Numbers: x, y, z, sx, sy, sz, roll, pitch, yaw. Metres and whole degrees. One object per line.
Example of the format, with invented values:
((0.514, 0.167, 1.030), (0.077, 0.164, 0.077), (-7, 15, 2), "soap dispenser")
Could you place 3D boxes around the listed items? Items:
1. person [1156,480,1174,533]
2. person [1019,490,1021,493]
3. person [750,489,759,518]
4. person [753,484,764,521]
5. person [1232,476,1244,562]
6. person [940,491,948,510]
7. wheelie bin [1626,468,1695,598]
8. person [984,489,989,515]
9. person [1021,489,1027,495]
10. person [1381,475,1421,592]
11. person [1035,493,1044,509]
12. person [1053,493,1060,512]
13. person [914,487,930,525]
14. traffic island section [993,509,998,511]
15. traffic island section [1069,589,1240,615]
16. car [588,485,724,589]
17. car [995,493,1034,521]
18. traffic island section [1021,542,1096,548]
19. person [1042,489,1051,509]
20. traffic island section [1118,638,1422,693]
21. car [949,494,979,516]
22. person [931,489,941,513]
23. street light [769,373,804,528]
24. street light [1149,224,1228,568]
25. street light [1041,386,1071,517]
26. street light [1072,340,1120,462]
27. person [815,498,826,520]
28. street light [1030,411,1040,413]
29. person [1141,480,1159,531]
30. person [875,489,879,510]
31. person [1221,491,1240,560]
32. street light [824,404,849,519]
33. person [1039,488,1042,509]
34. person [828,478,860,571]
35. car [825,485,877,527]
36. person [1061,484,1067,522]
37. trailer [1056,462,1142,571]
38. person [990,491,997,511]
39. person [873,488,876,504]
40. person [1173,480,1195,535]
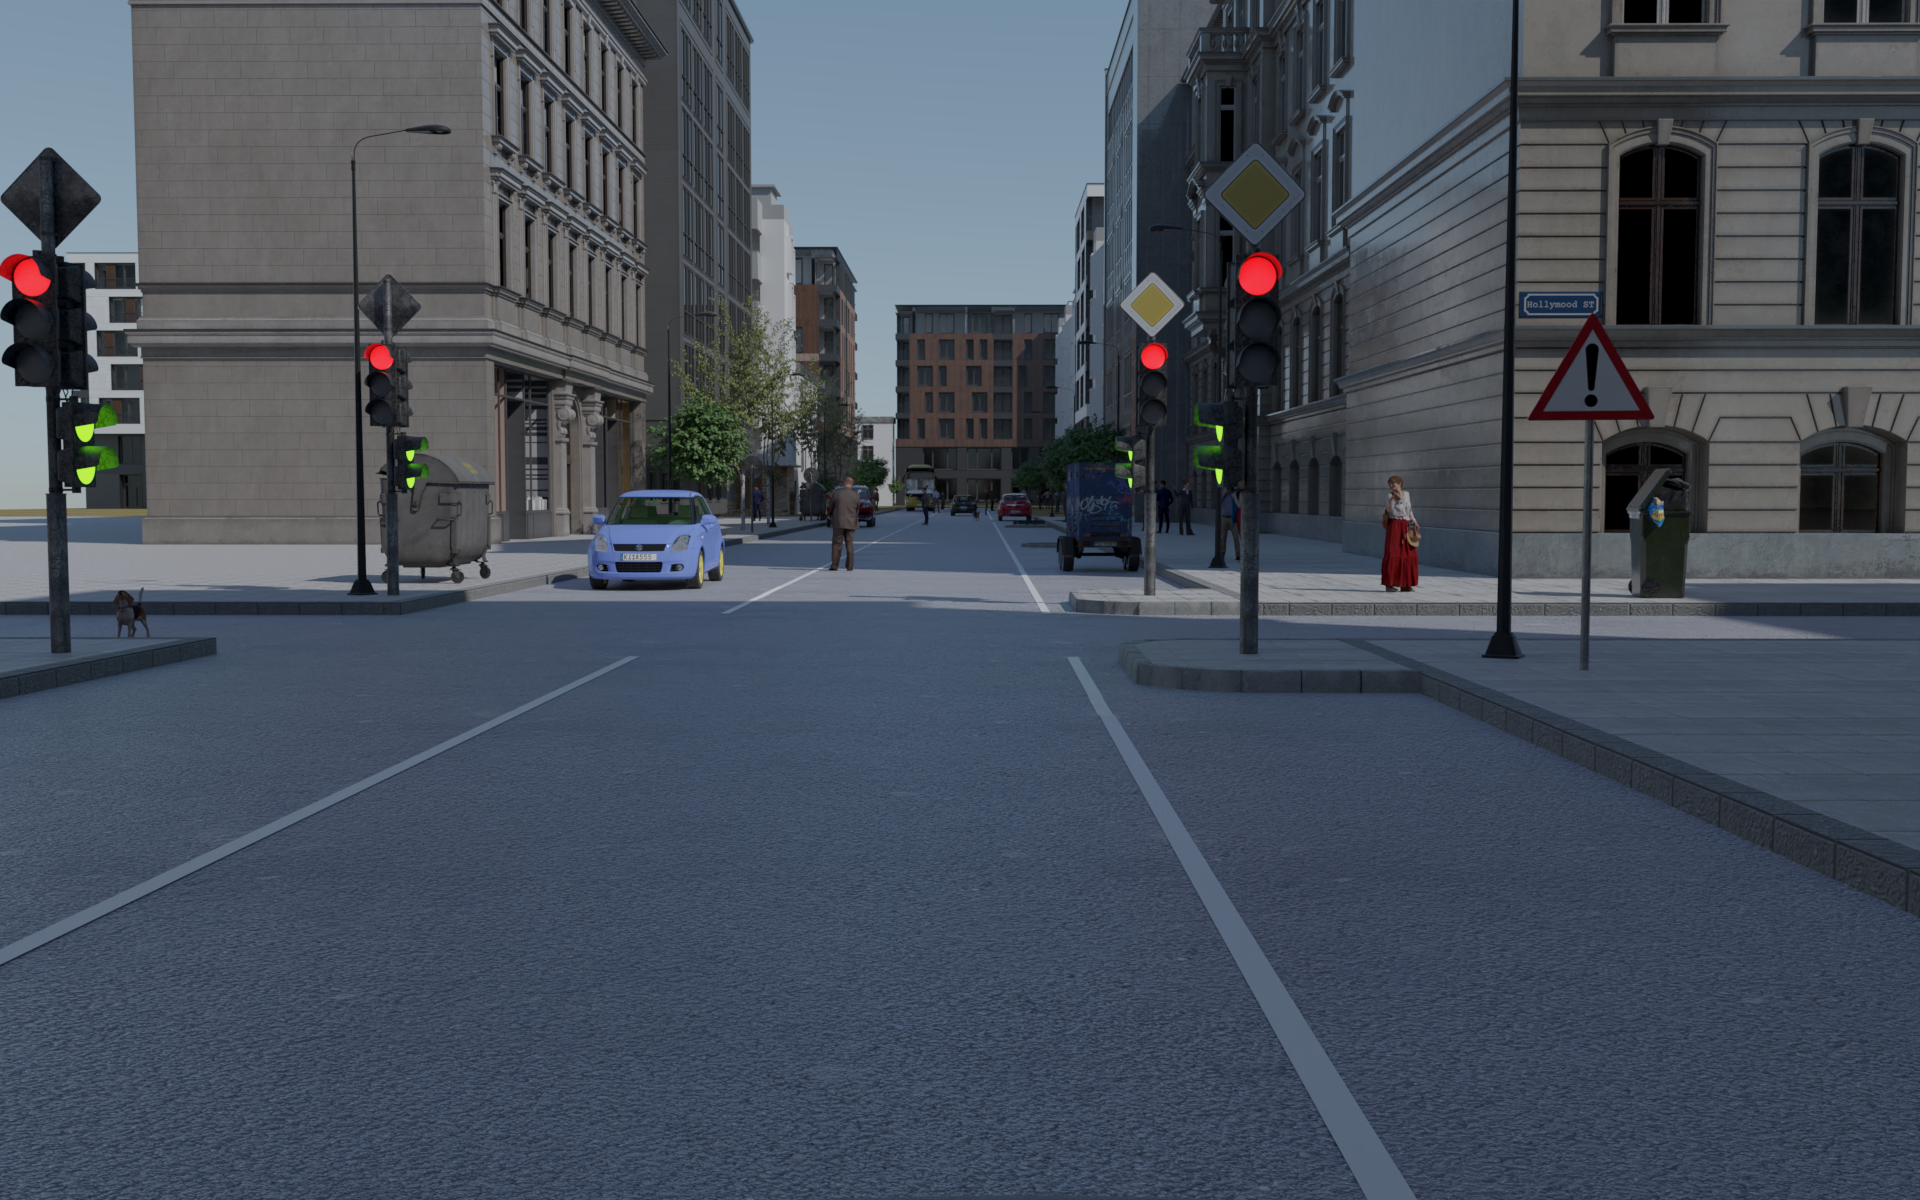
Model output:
((6.632, -3.052, 56.645), (0.576, 1.737, 0.504), (-2, 4, -33), "person")
((6.092, -10.212, 173.726), (1.217, 1.735, 0.721), (-3, 5, -41), "person")
((-11.137, -5.211, 93.507), (0.482, 1.546, 0.388), (1, 4, 22), "person")
((-9.604, -4.588, 81.767), (0.576, 1.737, 0.504), (-3, 5, -39), "person")
((5.293, -1.503, 32.323), (0.593, 1.614, 0.444), (-2, 4, -25), "person")
((-1.432, -9.139, 158.721), (0.742, 1.727, 0.445), (0, 4, 5), "person")
((8.700, -0.833, 21.524), (0.693, 1.594, 0.980), (0, 4, 7), "wheelie bin")
((1.915, -6.805, 120.290), (0.721, 1.766, 1.217), (0, 4, 2), "person")
((5.419, -8.585, 147.075), (0.551, 1.740, 0.621), (0, 3, 0), "person")
((5.748, -0.864, 22.642), (0.523, 1.526, 0.387), (-1, 4, -22), "person")
((7.018, -8.748, 152.254), (0.628, 1.438, 0.799), (2, 4, 34), "person")
((6.767, -7.153, 122.864), (0.599, 1.838, 0.709), (1, 4, 20), "person")
((-1.798, -4.409, 81.117), (0.750, 1.759, 0.617), (0, 4, -5), "person")
((3.667, -7.817, 150.673), (1.991, 0.108, 1.994), (0, 4, 1), "traffic island section")
((2.422, 0.022, 21.915), (2.009, 0.180, 2.903), (0, 4, 1), "traffic island section")
((-4.744, -1.081, 27.271), (1.945, 1.707, 3.694), (0, 4, -1), "car")
((2.943, -5.164, 93.463), (2.155, 1.783, 4.494), (0, 4, 1), "car")
((2.666, -1.491, 47.242), (1.991, 0.108, 1.994), (0, 4, 1), "traffic island section")
((7.386, -8.509, 145.879), (1.217, 1.736, 0.721), (0, 4, -5), "person")
((2.344, 0.511, 13.930), (2.009, 0.180, 2.903), (0, 4, 1), "traffic island section")
((0.264, -6.406, 114.522), (2.009, 1.686, 4.222), (0, 4, 2), "car")
((-1.847, -7.551, 131.825), (0.709, 1.838, 0.599), (-1, 4, -19), "person")
((-6.653, -5.742, 66.425), (1.470, 5.913, 1.316), (0, 4, 1), "street light")
((3.947, -3.512, 29.962), (1.470, 5.913, 1.316), (0, 4, 1), "street light")
((4.367, -6.228, 74.374), (1.470, 5.913, 1.316), (0, 4, 1), "street light")
((4.251, -4.891, 52.504), (1.470, 5.913, 1.316), (0, 4, 1), "street light")
((-6.854, -4.715, 84.832), (0.444, 1.614, 0.593), (-2, 4, -24), "person")
((4.612, -7.594, 96.704), (1.470, 5.913, 1.316), (0, 4, 1), "street light")
((6.631, -3.283, 60.166), (0.683, 1.767, 0.568), (1, 4, 16), "person")
((-6.440, -7.944, 136.639), (0.721, 1.735, 1.217), (0, 4, -5), "person")
((5.237, -1.562, 33.647), (0.516, 1.574, 0.319), (2, 4, 32), "person")
((-6.423, -7.132, 89.155), (1.470, 5.913, 1.316), (0, 4, 1), "street light")
((6.723, -8.451, 144.241), (0.705, 1.821, 1.348), (0, 4, 0), "person")
((-2.185, -1.420, 32.401), (0.565, 1.739, 0.600), (-3, 5, -41), "person")
((-4.776, -4.142, 76.402), (2.281, 1.827, 5.304), (0, 4, -1), "car")
((4.825, -4.444, 79.251), (0.434, 1.755, 0.990), (1, 4, 16), "person")
((2.580, -1.598, 33.168), (1.471, 1.999, 3.904), (0, 4, -1), "trailer")
((2.813, -8.429, 147.032), (0.721, 1.735, 1.217), (-2, 4, -28), "person")
((-7.588, -9.009, 153.353), (0.705, 1.823, 1.348), (-2, 4, -24), "person")
((6.944, -2.870, 53.767), (0.445, 1.727, 0.742), (3, 5, 44), "person")
